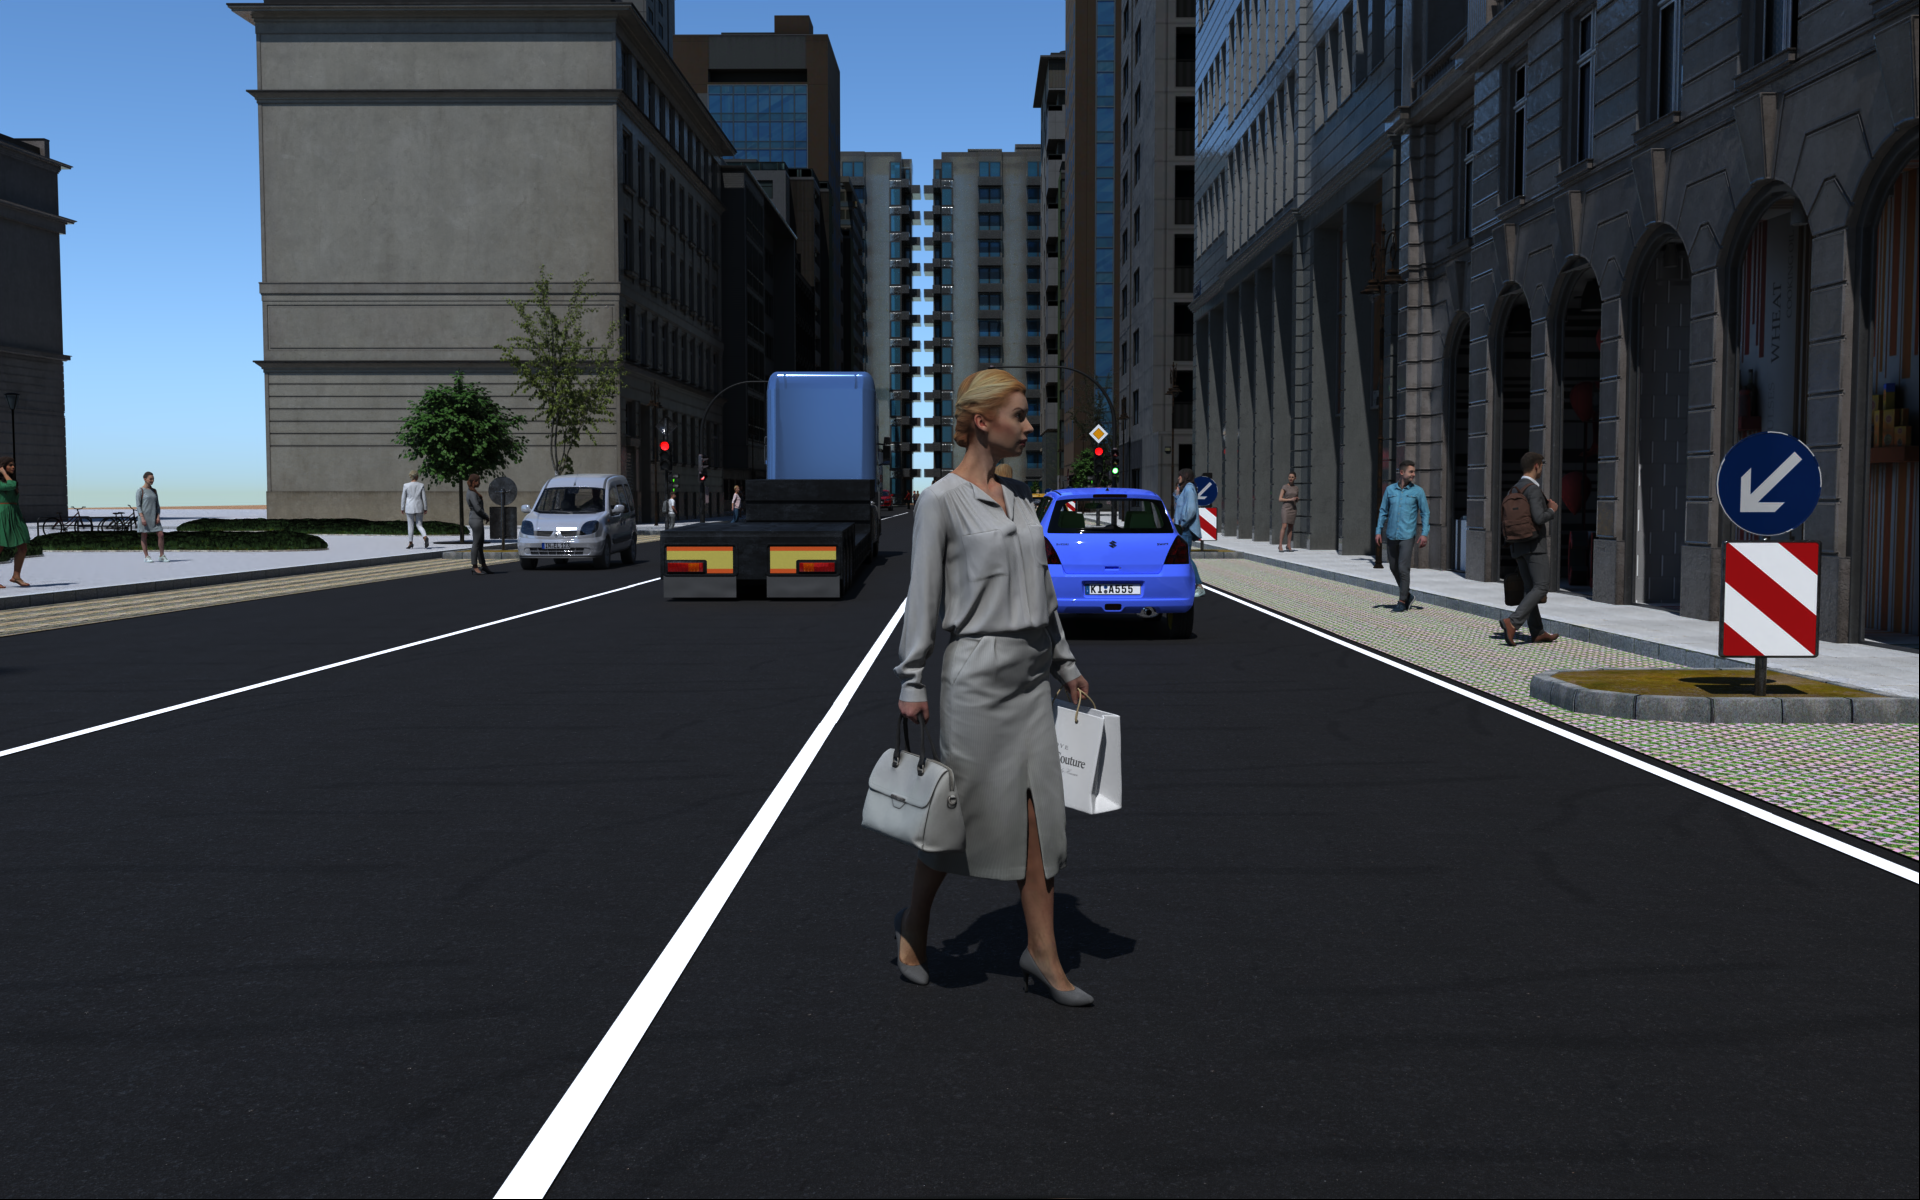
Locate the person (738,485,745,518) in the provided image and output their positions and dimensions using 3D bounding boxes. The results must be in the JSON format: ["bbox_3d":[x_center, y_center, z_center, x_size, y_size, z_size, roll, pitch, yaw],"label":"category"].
[{"bbox_3d":[-11.926,-5.391,94.546,0.532,1.782,0.716,0,4,6],"label":"person"}]

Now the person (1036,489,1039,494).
[{"bbox_3d":[6.054,-7.796,136.148,0.728,1.800,0.709,-2,4,-35],"label":"person"}]

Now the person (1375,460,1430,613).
[{"bbox_3d":[5.425,-0.774,21.022,0.748,1.841,0.638,-3,5,-44],"label":"person"}]

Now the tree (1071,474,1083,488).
[{"bbox_3d":[8.618,-7.940,124.414,1.663,3.219,1.824,0,3,0],"label":"tree"}]

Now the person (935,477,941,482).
[{"bbox_3d":[-0.442,-2.012,41.241,0.661,1.843,0.795,-2,4,-30],"label":"person"}]

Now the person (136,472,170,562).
[{"bbox_3d":[-15.225,-1.558,32.518,0.522,1.701,0.512,2,4,27],"label":"person"}]

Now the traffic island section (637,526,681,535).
[{"bbox_3d":[-10.455,-2.411,61.703,2.009,0.180,2.903,0,4,1],"label":"traffic island section"}]

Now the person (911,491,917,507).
[{"bbox_3d":[-4.638,-9.948,171.687,0.750,1.759,0.617,-1,4,-20],"label":"person"}]

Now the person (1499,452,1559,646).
[{"bbox_3d":[5.382,-0.489,16.454,0.822,1.834,0.622,-1,4,-23],"label":"person"}]

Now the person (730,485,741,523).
[{"bbox_3d":[-8.159,-3.243,62.201,0.598,1.740,0.731,-1,4,-9],"label":"person"}]

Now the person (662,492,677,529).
[{"bbox_3d":[-9.316,-2.738,55.860,0.503,1.515,0.523,2,4,24],"label":"person"}]

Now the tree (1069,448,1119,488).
[{"bbox_3d":[8.366,-7.479,105.993,4.285,4.588,4.351,0,3,0],"label":"tree"}]

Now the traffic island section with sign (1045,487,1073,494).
[{"bbox_3d":[5.813,-5.229,94.123,1.989,1.847,2.006,0,4,1],"label":"traffic island section with sign"}]

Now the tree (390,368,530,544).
[{"bbox_3d":[-13.025,-3.743,44.909,4.285,4.588,4.351,0,3,0],"label":"tree"}]

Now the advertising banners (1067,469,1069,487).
[{"bbox_3d":[7.512,-7.477,118.440,0.090,3.025,2.074,0,4,-5],"label":"advertising banners"}]

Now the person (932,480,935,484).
[{"bbox_3d":[-0.926,-3.179,59.845,0.474,1.900,0.648,-2,4,-26],"label":"person"}]

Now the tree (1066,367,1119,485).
[{"bbox_3d":[8.228,-9.152,99.993,4.360,8.622,3.978,0,3,0],"label":"tree"}]

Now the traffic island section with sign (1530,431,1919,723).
[{"bbox_3d":[4.997,-0.187,11.692,1.989,1.847,2.006,0,4,1],"label":"traffic island section with sign"}]

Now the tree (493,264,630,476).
[{"bbox_3d":[-12.955,-6.497,56.595,4.737,8.622,4.395,0,3,0],"label":"tree"}]

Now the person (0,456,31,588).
[{"bbox_3d":[-13.020,-1.062,23.652,0.529,1.795,0.600,0,4,-6],"label":"person"}]

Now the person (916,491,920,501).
[{"bbox_3d":[-5.062,-12.084,206.076,0.705,1.823,1.348,-3,5,-40],"label":"person"}]

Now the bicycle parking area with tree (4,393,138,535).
[{"bbox_3d":[-29.053,-3.880,50.442,8.231,4.147,9.016,3,5,40],"label":"bicycle parking area with tree"}]

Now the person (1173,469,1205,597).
[{"bbox_3d":[3.220,-0.954,24.365,0.793,1.790,0.793,-2,4,-32],"label":"person"}]

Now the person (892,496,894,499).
[{"bbox_3d":[-7.406,-10.408,179.383,1.217,1.736,0.721,-2,4,-26],"label":"person"}]

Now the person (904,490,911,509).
[{"bbox_3d":[-4.831,-9.359,161.463,0.705,1.831,1.348,1,4,22],"label":"person"}]

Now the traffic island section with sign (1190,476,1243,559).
[{"bbox_3d":[5.267,-1.860,39.039,1.989,1.847,2.006,0,4,1],"label":"traffic island section with sign"}]

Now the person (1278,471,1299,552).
[{"bbox_3d":[7.293,-1.954,38.337,0.599,1.781,0.374,-2,4,-24],"label":"person"}]

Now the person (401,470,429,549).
[{"bbox_3d":[-12.702,-2.110,40.423,0.818,1.842,0.514,3,5,45],"label":"person"}]

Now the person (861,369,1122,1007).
[{"bbox_3d":[0.085,0.238,4.965,0.694,1.780,0.624,-2,4,-31],"label":"person"}]

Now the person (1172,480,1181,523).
[{"bbox_3d":[7.177,-3.070,56.995,0.760,1.731,0.466,-3,4,-38],"label":"person"}]

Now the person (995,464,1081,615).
[{"bbox_3d":[0.869,-0.747,20.924,1.509,1.804,0.699,2,4,32],"label":"person"}]

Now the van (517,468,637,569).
[{"bbox_3d":[-7.528,-1.668,34.283,2.013,2.044,4.112,0,3,0],"label":"van"}]

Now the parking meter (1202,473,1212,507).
[{"bbox_3d":[6.787,-2.568,47.701,0.255,1.863,0.399,0,4,-2],"label":"parking meter"}]

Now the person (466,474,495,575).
[{"bbox_3d":[-8.487,-1.344,30.750,0.573,1.790,0.520,-3,4,-37],"label":"person"}]

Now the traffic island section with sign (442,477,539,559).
[{"bbox_3d":[-10.352,-1.849,38.863,1.989,1.847,2.006,0,4,1],"label":"traffic island section with sign"}]
